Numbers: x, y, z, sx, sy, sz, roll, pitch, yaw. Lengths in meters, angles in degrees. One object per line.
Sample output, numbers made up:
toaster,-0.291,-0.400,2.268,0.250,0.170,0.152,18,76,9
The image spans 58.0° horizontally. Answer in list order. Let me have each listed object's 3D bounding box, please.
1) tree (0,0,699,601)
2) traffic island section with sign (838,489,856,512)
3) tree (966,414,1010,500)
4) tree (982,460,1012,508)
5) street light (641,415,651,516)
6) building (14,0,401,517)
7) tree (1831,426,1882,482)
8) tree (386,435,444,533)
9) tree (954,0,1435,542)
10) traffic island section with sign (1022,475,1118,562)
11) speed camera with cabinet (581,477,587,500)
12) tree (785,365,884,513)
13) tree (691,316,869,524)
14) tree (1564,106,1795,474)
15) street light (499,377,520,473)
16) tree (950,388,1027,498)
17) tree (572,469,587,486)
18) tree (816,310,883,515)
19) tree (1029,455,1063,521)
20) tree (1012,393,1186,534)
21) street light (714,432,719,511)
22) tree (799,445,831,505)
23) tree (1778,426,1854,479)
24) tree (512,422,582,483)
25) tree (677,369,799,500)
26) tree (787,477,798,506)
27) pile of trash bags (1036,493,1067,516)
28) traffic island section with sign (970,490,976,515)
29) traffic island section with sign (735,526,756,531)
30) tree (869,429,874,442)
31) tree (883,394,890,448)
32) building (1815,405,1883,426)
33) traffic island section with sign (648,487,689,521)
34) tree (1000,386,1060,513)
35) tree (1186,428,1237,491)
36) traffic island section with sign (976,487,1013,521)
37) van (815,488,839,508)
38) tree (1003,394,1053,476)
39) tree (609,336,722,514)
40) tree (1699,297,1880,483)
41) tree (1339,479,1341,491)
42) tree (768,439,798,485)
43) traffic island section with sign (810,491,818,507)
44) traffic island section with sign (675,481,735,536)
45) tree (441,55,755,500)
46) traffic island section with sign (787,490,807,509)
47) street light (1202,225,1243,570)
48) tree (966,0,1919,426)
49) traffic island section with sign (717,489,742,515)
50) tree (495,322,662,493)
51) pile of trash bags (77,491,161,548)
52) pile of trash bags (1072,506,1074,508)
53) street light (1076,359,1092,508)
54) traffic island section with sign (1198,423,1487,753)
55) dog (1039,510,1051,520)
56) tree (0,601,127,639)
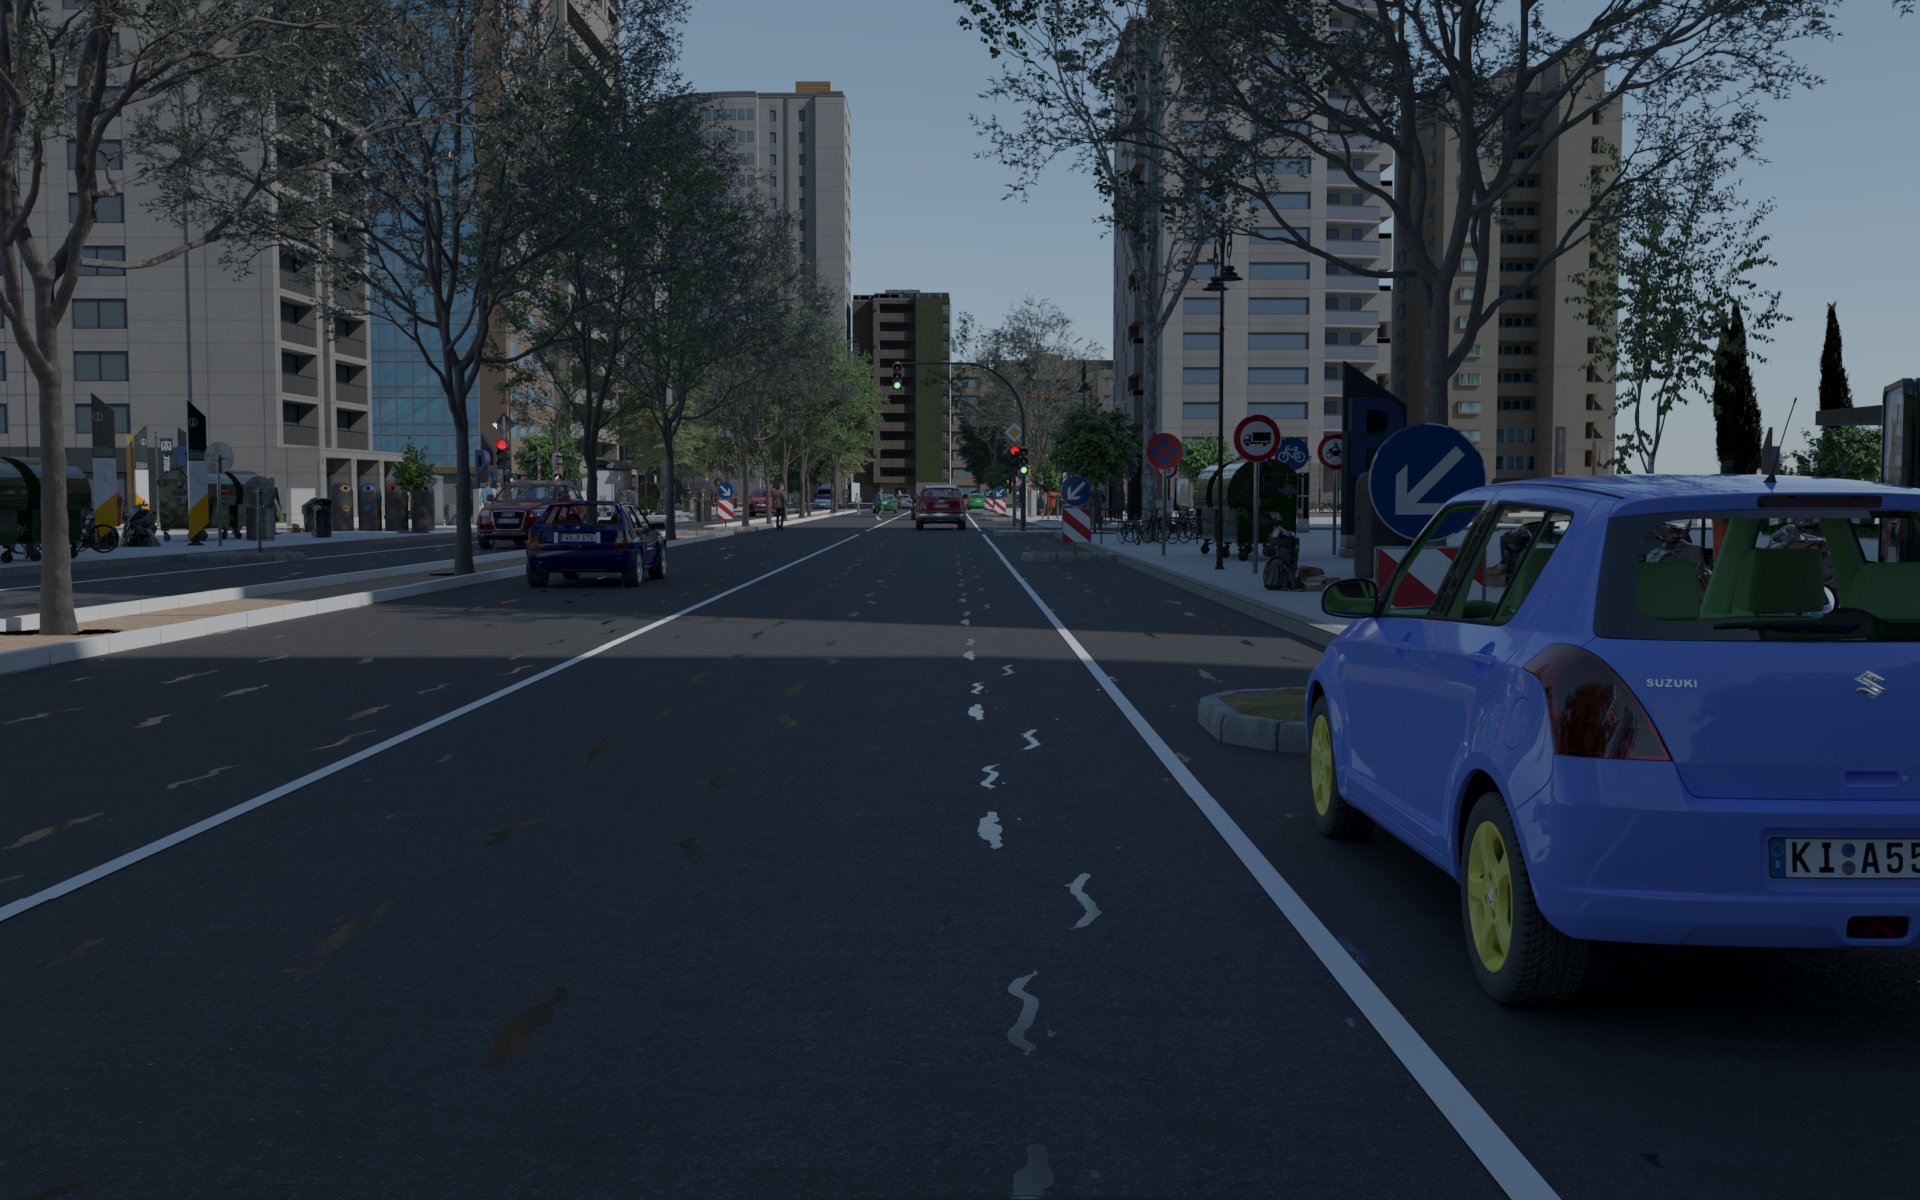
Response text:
tree,-8.621,-7.148,29.694,12.009,13.543,11.850,0,3,0
traffic island section with sign,-9.510,-8.229,142.682,2.006,1.907,1.989,0,4,0
tree,4.016,-18.300,217.329,7.486,12.596,7.792,0,3,0
tree,3.782,-11.117,165.469,4.285,4.588,4.351,0,3,0
street light,-17.976,-7.721,99.019,0.468,5.910,1.993,0,4,0
building,-43.520,-40.370,98.298,20.563,71.187,20.611,0,4,0
tree,36.815,-5.328,70.833,4.285,4.588,4.351,0,3,0
tree,-18.130,-3.821,57.071,1.663,3.219,1.824,0,3,0
tree,6.411,-11.577,45.173,12.611,20.169,13.585,0,3,0
traffic island section with sign,2.344,-1.758,37.374,1.989,1.847,2.006,0,4,0
speed camera with cabinet,-20.688,-6.199,95.681,0.660,3.252,2.038,-1,4,-17
tree,-9.602,-12.761,129.229,7.486,12.596,7.792,0,3,0
tree,-9.055,-8.902,82.420,8.767,10.594,7.601,0,4,0
tree,13.690,-5.104,33.806,4.737,8.622,4.395,0,3,0
street light,-17.838,-5.866,68.703,0.468,5.910,1.993,0,4,0
tree,3.670,-18.311,206.045,9.857,13.997,8.962,0,3,0
tree,-28.911,-8.494,133.474,1.663,3.219,1.824,0,3,0
tree,-9.216,-9.972,91.252,9.928,11.665,9.643,0,3,0
tree,4.049,-5.350,82.076,1.663,3.219,1.824,0,3,0
tree,4.411,-4.427,56.103,4.285,4.588,4.351,0,3,0
street light,-18.145,-9.565,129.167,0.468,5.910,1.993,0,4,0
tree,-19.537,-17.837,208.637,9.611,12.733,9.660,0,3,0
tree,20.759,-2.866,41.465,1.663,3.219,1.824,0,3,0
tree,-18.824,-5.846,79.291,4.285,4.588,4.351,0,3,0
tree,-19.304,-13.798,142.599,9.611,12.733,9.660,0,3,0
tree,-18.747,-12.140,193.084,1.663,3.219,1.824,0,3,0
pile of trash bags,5.308,-5.656,102.221,1.912,1.369,3.447,0,4,-3
traffic island section with sign,1.852,-6.795,119.720,1.989,1.847,2.006,0,4,0
traffic island section with sign,-9.059,-3.634,67.544,2.006,1.907,1.989,0,4,0
tree,-9.610,-10.623,110.552,8.767,10.594,7.601,0,4,0
tree,-9.210,-10.609,101.674,9.928,11.665,9.643,0,3,0
building,28.544,-22.373,20.426,22.147,44.769,28.867,0,4,0
traffic island section with sign,-15.622,-5.156,92.924,1.989,1.847,2.006,0,4,0
tree,4.676,-10.128,115.949,4.360,8.622,3.978,0,3,0
tree,12.258,-6.297,86.669,4.285,4.588,4.351,0,3,0
traffic island section with sign,2.011,-5.146,92.766,1.989,1.847,2.006,0,4,0
van,-13.467,-10.479,175.718,2.240,2.365,5.245,0,4,1
tree,5.027,-10.680,124.978,4.737,8.622,4.395,0,3,0
tree,-19.074,-11.862,112.070,7.486,12.596,7.792,0,3,0
tree,57.589,-13.424,121.308,13.155,14.587,18.604,0,4,-2
tree,27.574,-7.811,122.314,1.663,3.219,1.824,0,3,0
tree,-19.069,-14.147,181.673,4.737,8.622,4.395,0,3,0
traffic island section with sign,-16.217,-11.515,196.905,1.989,1.847,2.006,0,4,0
traffic island section with sign,-9.025,-3.180,60.137,2.006,1.907,1.989,0,4,0
tree,-8.684,-6.886,40.799,9.928,11.665,9.643,0,3,0
traffic island section with sign,-16.059,-9.849,169.653,1.989,1.847,2.006,0,4,0
street light,4.423,-3.458,29.334,0.468,5.910,1.993,0,4,0
tree,5.381,-6.643,18.985,12.009,13.543,11.850,0,3,0
traffic island section with sign,-15.761,-6.821,120.154,1.989,1.847,2.006,0,4,0
tree,-19.104,-9.337,87.065,8.767,10.594,7.601,-1,4,-10
pile of trash bags,-20.957,-2.031,42.964,1.912,1.369,3.447,-2,4,-28
pile of trash bags,7.239,-6.385,114.150,1.912,1.369,3.447,3,5,42
street light,4.243,-5.303,59.498,0.468,5.910,1.993,0,4,0
traffic island section with sign,2.494,-0.110,10.419,1.989,1.847,2.006,0,4,0
dog,4.281,-4.276,86.737,0.406,0.507,0.540,3,4,39
tree,-9.130,-6.374,17.047,12.009,13.543,11.850,0,3,0
